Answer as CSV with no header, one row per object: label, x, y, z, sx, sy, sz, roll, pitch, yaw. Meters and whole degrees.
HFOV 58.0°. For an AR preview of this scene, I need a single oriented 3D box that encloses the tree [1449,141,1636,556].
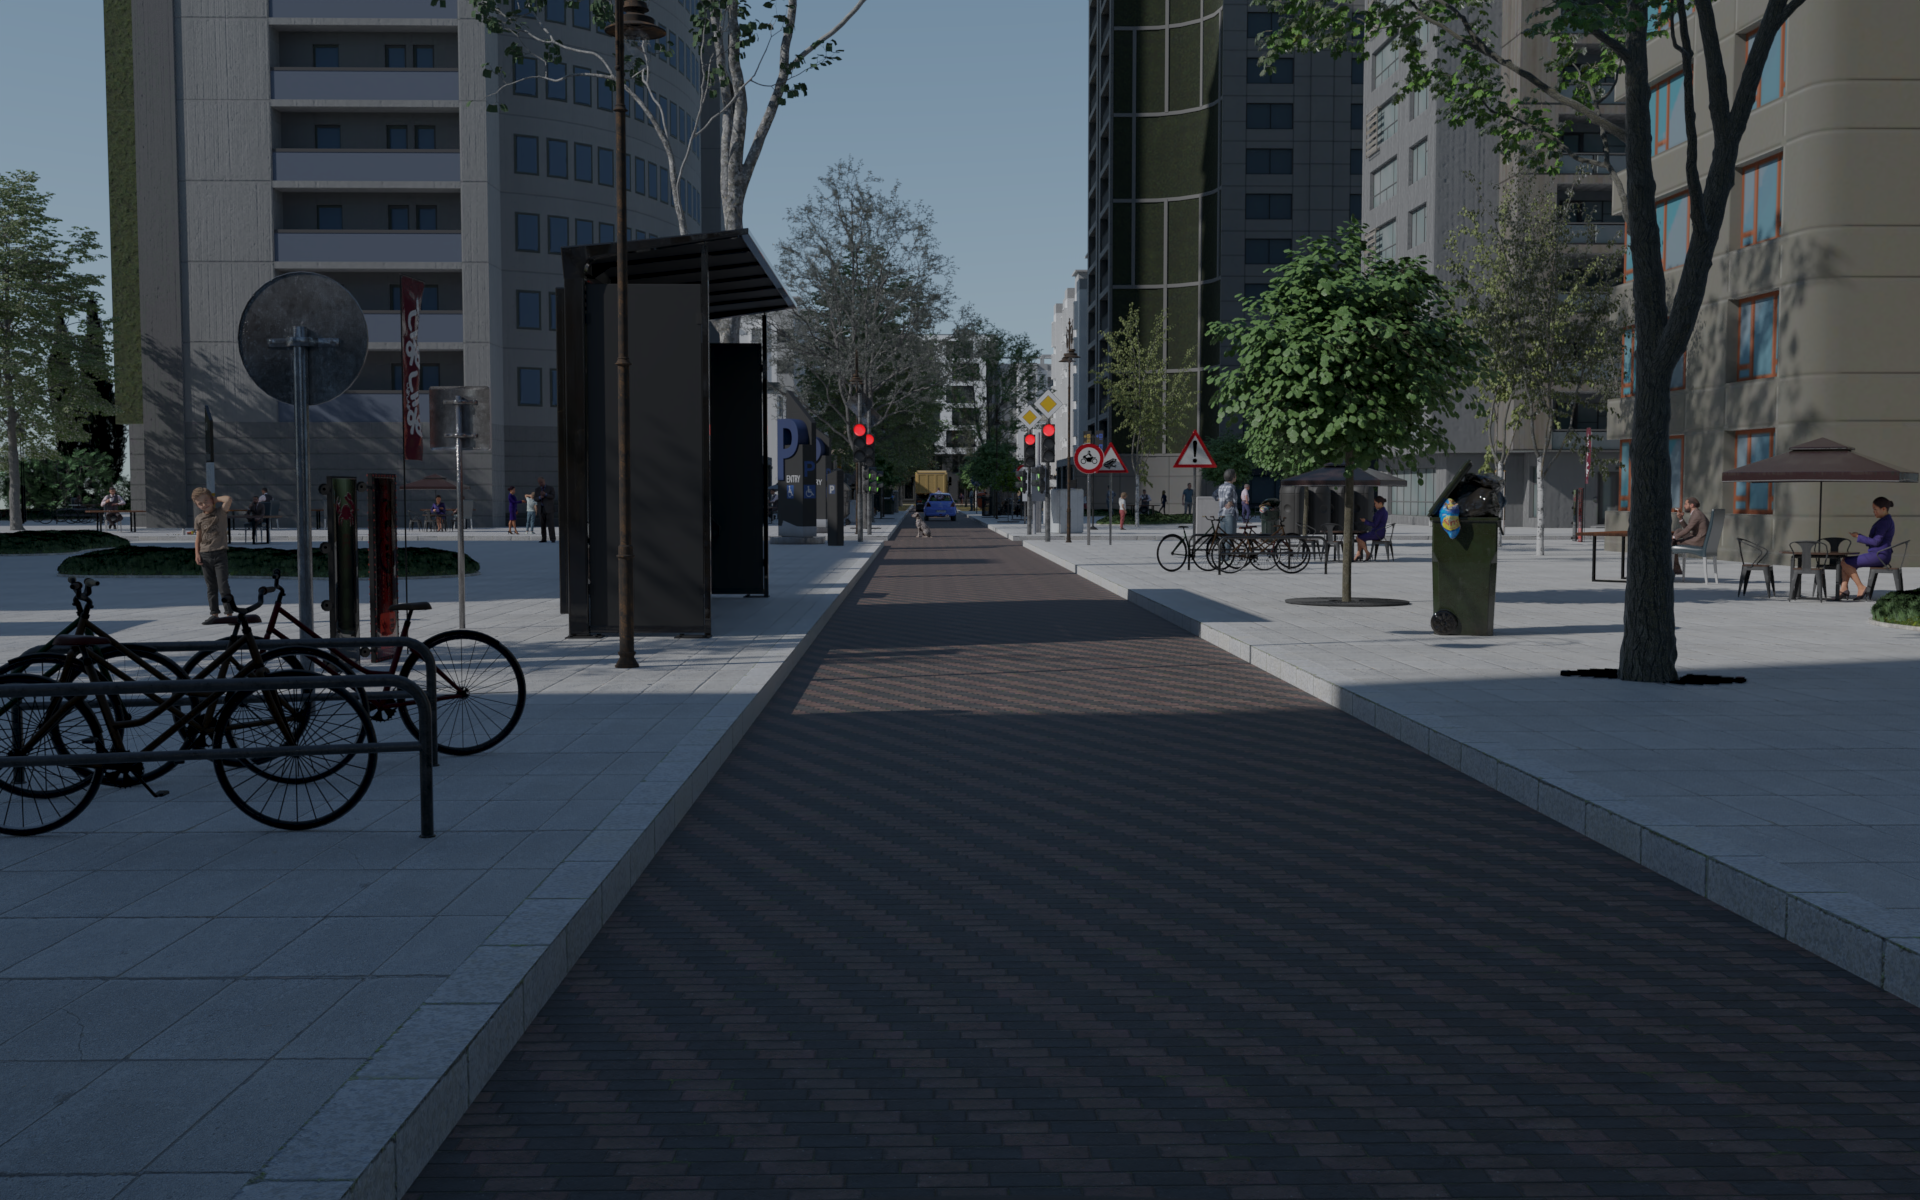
tree,12.094,-5.221,35.724,4.360,8.622,3.978,0,3,0

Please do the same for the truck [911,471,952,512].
truck,-2.352,-8.940,142.087,3.469,3.379,9.791,0,4,-1

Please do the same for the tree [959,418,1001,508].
tree,1.743,-12.937,161.881,4.360,8.622,3.978,0,3,0

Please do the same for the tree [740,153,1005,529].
tree,-3.630,-9.362,63.445,12.009,13.543,11.850,0,3,0

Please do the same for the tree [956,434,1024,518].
tree,1.904,-6.722,93.619,4.285,4.588,4.351,0,3,0

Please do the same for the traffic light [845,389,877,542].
traffic light,-2.656,-3.515,46.387,0.839,4.253,0.868,0,4,-1

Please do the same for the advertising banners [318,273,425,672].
advertising banners,-4.442,-1.044,13.260,0.090,3.025,2.074,0,4,3

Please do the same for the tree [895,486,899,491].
tree,-6.090,-12.976,162.525,4.360,8.622,3.978,0,3,0

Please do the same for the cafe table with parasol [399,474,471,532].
cafe table with parasol,-17.801,-3.300,58.823,2.610,1.966,2.610,-2,4,-35

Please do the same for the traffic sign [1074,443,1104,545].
traffic sign,3.223,-2.643,43.319,0.768,2.556,0.104,0,4,4

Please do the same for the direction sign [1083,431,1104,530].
direction sign,4.771,-4.284,62.033,0.876,3.537,0.379,3,5,40

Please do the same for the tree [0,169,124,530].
tree,-33.251,-8.706,60.476,7.486,12.596,7.792,0,3,0

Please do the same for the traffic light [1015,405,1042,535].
traffic light,2.169,-4.011,54.495,0.839,4.253,0.868,0,4,-1

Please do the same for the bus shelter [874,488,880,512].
bus shelter,-6.337,-8.978,124.421,2.179,5.291,8.768,0,4,-1

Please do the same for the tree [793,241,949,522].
tree,-4.494,-9.809,78.500,7.486,12.596,7.792,0,3,0

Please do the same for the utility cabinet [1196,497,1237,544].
utility cabinet,6.633,-2.058,44.811,1.020,1.237,0.306,0,4,1

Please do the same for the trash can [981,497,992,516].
trash can,1.557,-5.408,100.075,0.748,1.137,0.748,0,3,0

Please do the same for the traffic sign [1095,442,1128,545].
traffic sign,3.788,-2.663,43.544,0.884,2.594,0.081,0,4,6

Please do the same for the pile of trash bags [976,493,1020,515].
pile of trash bags,2.382,-5.795,104.506,3.447,1.369,1.912,-3,5,-40

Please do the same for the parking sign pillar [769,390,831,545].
parking sign pillar,-4.192,-3.427,44.508,1.447,3.967,1.447,-2,4,-35

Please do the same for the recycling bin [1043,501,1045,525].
recycling bin,3.943,-3.639,72.047,0.722,1.027,0.722,-2,4,-27

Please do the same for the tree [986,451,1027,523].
tree,2.199,-5.120,78.314,1.663,3.219,1.824,0,3,0

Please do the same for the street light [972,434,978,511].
street light,1.073,-9.572,129.284,0.468,5.910,1.993,0,4,-1

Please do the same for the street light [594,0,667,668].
street light,-2.465,-2.438,12.647,0.468,5.910,1.993,0,4,-1

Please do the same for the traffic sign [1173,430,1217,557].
traffic sign,4.740,-2.141,35.006,0.884,2.594,0.081,0,4,3

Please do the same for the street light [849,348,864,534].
street light,-3.272,-5.034,55.090,0.468,5.910,1.993,0,4,-1

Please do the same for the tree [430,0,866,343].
tree,-3.324,-10.636,29.791,12.611,20.169,13.585,0,3,0

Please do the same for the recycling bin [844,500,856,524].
recycling bin,-4.703,-3.845,75.415,0.722,1.027,0.722,1,4,12

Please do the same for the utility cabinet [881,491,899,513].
utility cabinet,-4.761,-6.647,117.356,1.173,1.500,0.318,1,4,22

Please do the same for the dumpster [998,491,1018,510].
dumpster,3.117,-6.432,110.929,1.264,1.857,1.865,0,4,-1

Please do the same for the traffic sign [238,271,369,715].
traffic sign,-3.772,-0.602,9.951,0.768,2.556,0.104,0,4,4

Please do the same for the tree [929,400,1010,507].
tree,0.562,-14.301,168.238,8.767,10.594,7.601,0,4,0

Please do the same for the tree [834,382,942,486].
tree,-6.359,-14.445,153.189,9.611,12.733,9.660,0,3,0

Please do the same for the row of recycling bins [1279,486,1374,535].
row of recycling bins,11.749,-2.943,55.238,3.534,1.692,1.069,-2,4,-28

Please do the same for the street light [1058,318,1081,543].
street light,2.874,-4.454,45.612,0.468,5.910,1.993,0,4,-1

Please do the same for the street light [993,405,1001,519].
street light,1.875,-7.061,88.232,0.468,5.910,1.993,0,4,-1

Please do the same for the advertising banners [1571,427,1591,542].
advertising banners,16.578,-3.060,46.213,0.090,3.025,2.074,1,4,9

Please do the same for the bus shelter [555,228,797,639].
bus shelter,-2.805,-1.659,18.413,1.731,3.624,6.357,0,4,-1

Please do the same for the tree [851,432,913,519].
tree,-4.008,-6.469,89.477,4.285,4.588,4.351,0,3,0

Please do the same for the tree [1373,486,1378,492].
tree,20.533,-5.414,83.117,1.663,3.219,1.824,0,3,0

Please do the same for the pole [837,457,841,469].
pole,-6.064,-5.697,86.982,0.158,3.312,0.155,0,3,0

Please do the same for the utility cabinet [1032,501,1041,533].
utility cabinet,2.568,-2.861,57.943,0.306,1.237,1.020,0,4,4

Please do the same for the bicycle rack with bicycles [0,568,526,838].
bicycle rack with bicycles,-3.272,0.382,7.135,2.925,0.926,2.852,-1,4,-15

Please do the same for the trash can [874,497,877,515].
trash can,-5.136,-5.447,100.705,0.748,1.137,0.748,0,3,0

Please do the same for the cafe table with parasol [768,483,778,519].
cafe table with parasol,-9.186,-5.183,89.601,2.610,1.966,2.610,-3,5,-39

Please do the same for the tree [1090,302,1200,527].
tree,7.172,-7.167,67.539,4.737,8.622,4.395,0,3,0

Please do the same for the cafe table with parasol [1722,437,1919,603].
cafe table with parasol,10.440,-0.988,21.021,2.610,1.966,2.610,0,4,1

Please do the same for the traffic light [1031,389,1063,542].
traffic light,2.343,-3.522,46.512,0.839,4.253,0.868,0,4,-1

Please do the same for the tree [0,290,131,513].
tree,-59.142,-13.031,114.877,13.155,14.587,18.604,-1,4,-10

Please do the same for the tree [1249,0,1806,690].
tree,4.928,-5.255,11.676,9.928,11.665,9.643,0,3,0

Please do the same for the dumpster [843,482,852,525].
dumpster,-5.141,-4.022,71.525,1.264,1.857,1.865,0,4,-1

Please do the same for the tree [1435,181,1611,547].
tree,13.266,-5.589,41.741,4.737,8.622,4.395,0,3,0

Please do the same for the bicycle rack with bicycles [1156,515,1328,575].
bicycle rack with bicycles,4.673,-0.925,28.498,2.925,0.926,2.852,0,4,-7

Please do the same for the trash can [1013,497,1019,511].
trash can,3.567,-6.232,113.552,0.748,1.137,0.748,0,3,0

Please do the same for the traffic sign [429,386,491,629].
traffic sign,-4.742,-0.875,16.444,0.606,2.300,0.079,0,4,7

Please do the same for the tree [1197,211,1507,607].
tree,4.587,-2.229,20.152,4.285,4.588,4.351,0,3,0

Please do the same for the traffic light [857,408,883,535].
traffic light,-2.831,-4.003,54.370,0.839,4.253,0.868,0,4,-1

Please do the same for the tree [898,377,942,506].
tree,-6.358,-16.699,179.680,9.857,13.997,8.962,0,3,0

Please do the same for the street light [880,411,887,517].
street light,-4.253,-7.540,96.066,0.468,5.910,1.993,0,4,-1

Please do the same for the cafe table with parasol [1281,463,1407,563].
cafe table with parasol,7.300,-1.714,32.888,2.610,1.966,2.610,0,4,-5
